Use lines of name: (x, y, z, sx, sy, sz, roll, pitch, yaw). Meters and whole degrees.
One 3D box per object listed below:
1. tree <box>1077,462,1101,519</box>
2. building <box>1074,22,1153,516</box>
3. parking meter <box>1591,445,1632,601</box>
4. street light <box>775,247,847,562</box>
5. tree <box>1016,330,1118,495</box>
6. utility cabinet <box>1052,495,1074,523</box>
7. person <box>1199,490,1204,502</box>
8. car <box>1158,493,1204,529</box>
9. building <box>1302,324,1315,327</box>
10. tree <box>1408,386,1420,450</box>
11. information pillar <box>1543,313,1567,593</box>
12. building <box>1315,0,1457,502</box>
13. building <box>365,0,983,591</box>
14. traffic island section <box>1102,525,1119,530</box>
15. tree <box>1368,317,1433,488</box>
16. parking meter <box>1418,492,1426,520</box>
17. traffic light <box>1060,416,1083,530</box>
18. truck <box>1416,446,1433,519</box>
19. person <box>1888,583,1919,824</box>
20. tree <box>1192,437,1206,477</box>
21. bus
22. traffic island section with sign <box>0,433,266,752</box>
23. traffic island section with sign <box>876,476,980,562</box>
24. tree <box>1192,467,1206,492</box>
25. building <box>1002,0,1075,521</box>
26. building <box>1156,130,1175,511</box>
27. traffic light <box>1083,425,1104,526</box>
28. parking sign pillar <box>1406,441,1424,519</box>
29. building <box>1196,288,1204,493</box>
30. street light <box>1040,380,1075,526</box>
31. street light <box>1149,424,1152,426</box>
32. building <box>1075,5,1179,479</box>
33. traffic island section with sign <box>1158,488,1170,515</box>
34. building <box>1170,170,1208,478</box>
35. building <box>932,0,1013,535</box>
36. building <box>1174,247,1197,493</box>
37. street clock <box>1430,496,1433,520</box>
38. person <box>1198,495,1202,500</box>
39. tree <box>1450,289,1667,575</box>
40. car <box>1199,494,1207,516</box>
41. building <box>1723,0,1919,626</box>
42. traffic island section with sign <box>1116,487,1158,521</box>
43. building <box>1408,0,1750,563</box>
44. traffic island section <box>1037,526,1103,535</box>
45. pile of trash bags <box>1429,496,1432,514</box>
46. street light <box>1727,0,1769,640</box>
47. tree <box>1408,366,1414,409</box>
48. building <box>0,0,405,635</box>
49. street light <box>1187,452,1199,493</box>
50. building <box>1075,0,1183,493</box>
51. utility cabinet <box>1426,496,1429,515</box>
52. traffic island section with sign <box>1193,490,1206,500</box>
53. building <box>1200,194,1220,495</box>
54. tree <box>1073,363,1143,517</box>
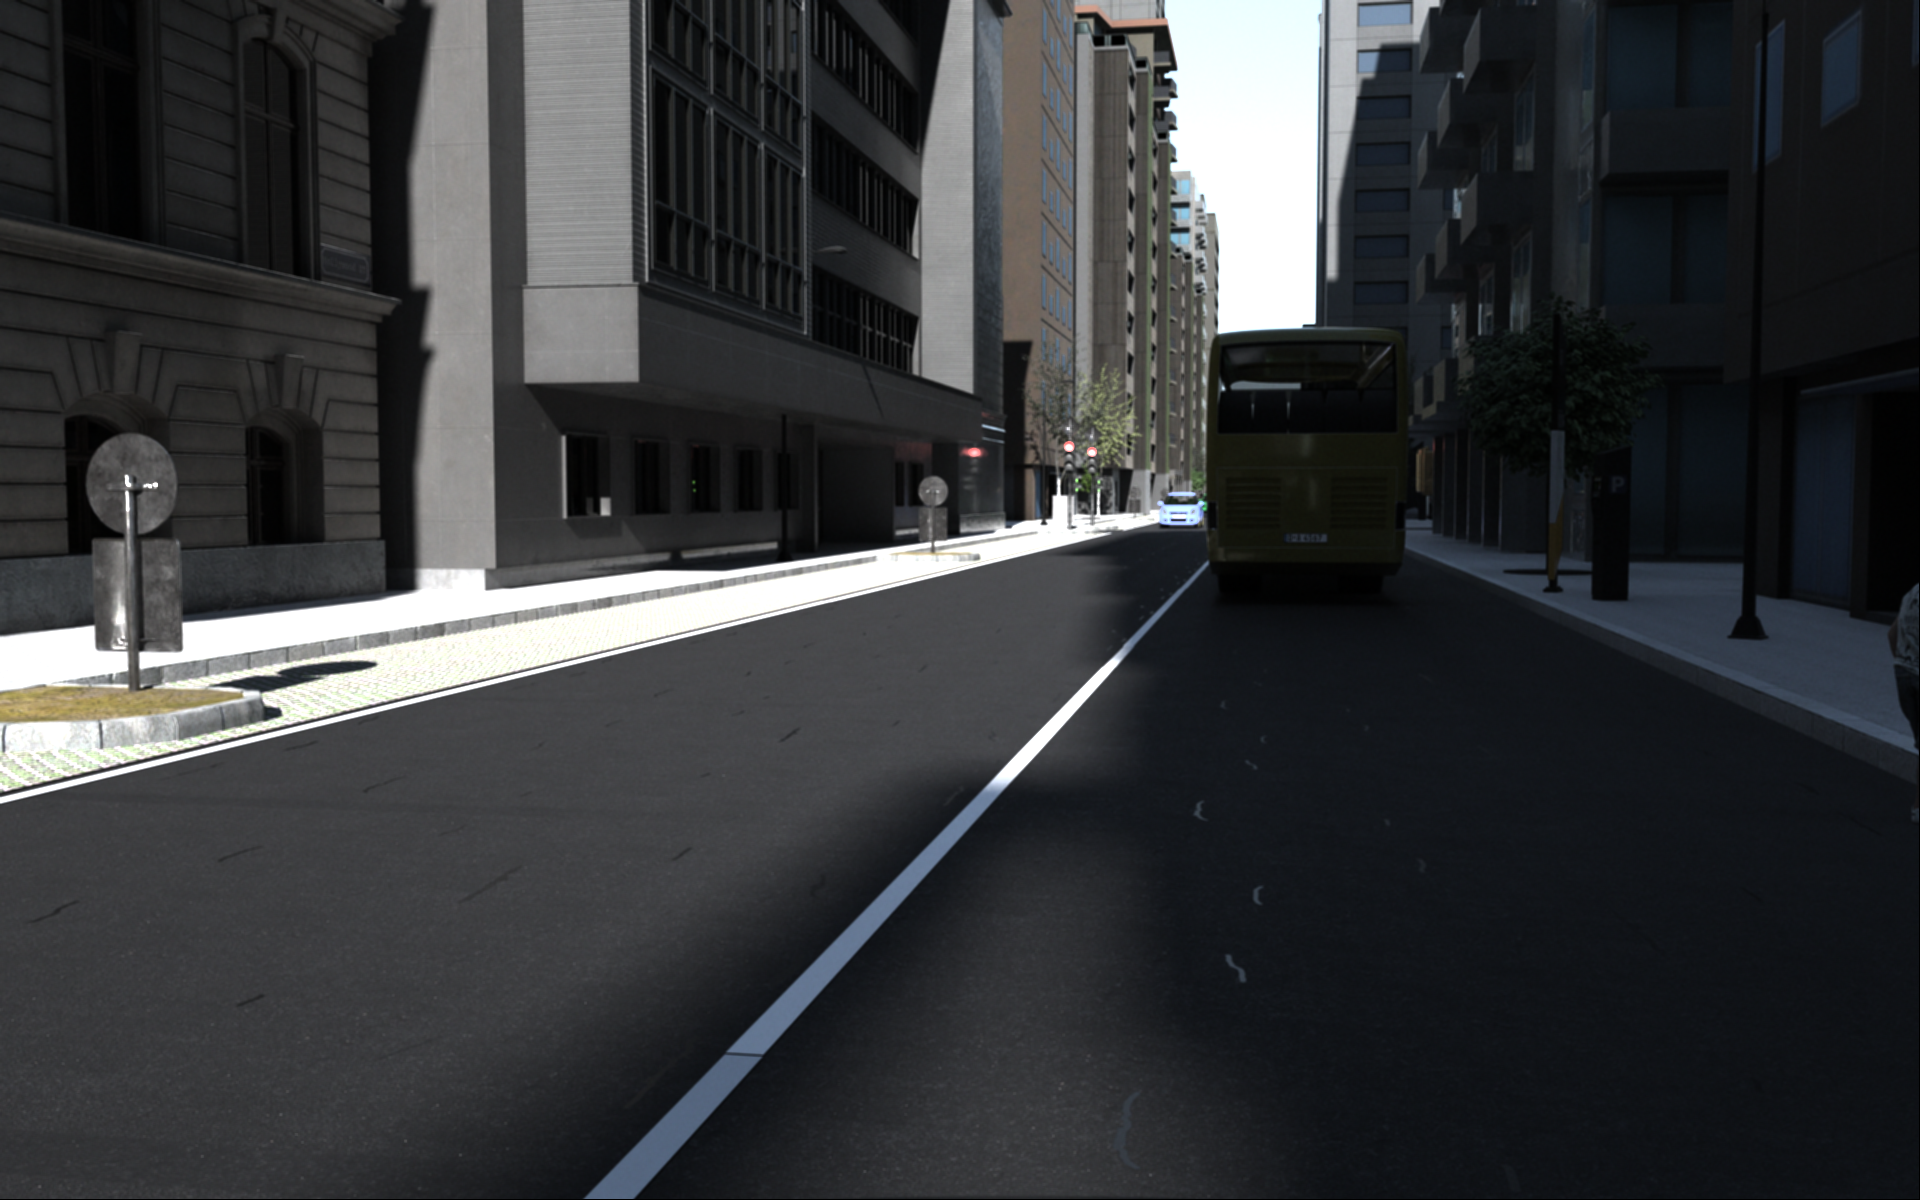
tree: (6.947, -5.870, 90.568, 1.663, 3.219, 1.824, 0, 3, 0)
building: (4.752, -20.730, 110.634, 14.160, 30.474, 14.107, 1, 4, 10)
parking meter: (7.839, -0.927, 20.875, 0.399, 1.863, 0.255, 0, 4, -8)
street light: (-2.810, -3.684, 32.767, 1.470, 5.913, 1.316, 1, 4, 10)
tree: (4.700, -7.811, 78.066, 4.360, 8.622, 3.978, 0, 3, 0)
utility cabinet: (4.593, -4.026, 76.990, 1.020, 1.237, 0.306, -3, 4, -36)
person: (24.356, -10.252, 175.745, 1.348, 1.869, 0.705, 1, 4, 13)
car: (9.378, -3.896, 73.295, 1.945, 1.707, 3.694, 1, 4, 11)
building: (64.281, -31.754, 290.874, 14.160, 30.474, 14.107, 1, 4, 10)
tree: (24.565, -10.419, 104.759, 7.601, 10.594, 8.767, 2, 4, 35)
information pillar: (7.821, -1.916, 22.678, 0.183, 3.616, 0.504, 2, 4, 30)
building: (51.756, -40.227, 199.705, 21.231, 58.520, 28.212, 1, 4, 10)
building: (-8.876, -13.374, 37.724, 14.314, 24.678, 30.058, 1, 4, 10)
traffic island section: (5.346, -2.931, 70.206, 2.009, 0.180, 2.903, 1, 4, 10)
tree: (17.953, -7.447, 72.124, 4.360, 8.622, 3.978, 0, 3, 0)
parking meter: (22.681, -4.852, 85.034, 0.399, 1.863, 0.255, 0, 4, 6)
traffic light: (3.967, -4.482, 62.205, 0.839, 4.253, 0.868, 1, 4, 10)
truck: (21.663, -4.093, 62.840, 9.791, 3.379, 3.469, 1, 4, 12)
person: (4.254, 0.343, 7.572, 0.352, 1.250, 0.332, 2, 4, 26)
tree: (29.992, -16.357, 217.797, 4.360, 8.622, 3.978, 0, 3, 0)
bus: (5.452, -2.228, 27.981, 2.896, 3.916, 12.252, 1, 4, 10)
traffic island section with sign: (-5.412, -0.116, 10.533, 1.989, 1.847, 2.006, 1, 4, 10)
traffic island section with sign: (-0.618, -1.742, 37.105, 1.989, 1.847, 2.006, 1, 4, 10)
tree: (28.438, -13.852, 210.197, 4.285, 4.588, 4.351, 0, 3, 0)
building: (-1.805, -26.837, 88.891, 14.600, 45.320, 14.200, 1, 4, 10)
building: (8.701, -22.090, 132.880, 14.160, 30.474, 14.107, 1, 4, 10)
traffic light: (5.384, -4.963, 70.064, 0.839, 4.253, 0.868, 1, 4, 10)
parking sign pillar: (22.955, -6.103, 88.253, 1.447, 3.967, 1.447, 1, 4, 22)
building: (25.599, -28.340, 235.057, 14.160, 30.474, 14.107, 1, 4, 10)
street light: (3.962, -5.996, 70.570, 1.470, 5.913, 1.316, 1, 4, 10)
street light: (12.001, -8.713, 114.993, 1.470, 5.913, 1.316, 1, 4, 10)
building: (8.546, -30.908, 159.973, 22.147, 44.769, 28.867, 1, 4, 10)
traffic island section with sign: (14.195, -6.766, 119.255, 1.989, 1.847, 2.006, 1, 4, 10)
building: (25.135, -38.995, 257.171, 23.786, 49.044, 30.456, 1, 4, 10)
building: (-7.956, -12.867, 59.533, 18.267, 20.994, 9.793, 1, 4, 10)
building: (19.660, -26.272, 201.246, 14.160, 30.474, 14.107, 1, 4, 10)
street clock: (23.451, -4.978, 85.953, 0.358, 2.002, 0.471, 3, 5, 42)
person: (23.727, -10.049, 173.360, 0.990, 1.755, 0.434, 0, 4, 0)
tree: (9.654, -2.709, 28.009, 4.285, 4.588, 4.351, 0, 3, 0)
car: (16.235, -6.233, 110.712, 1.959, 1.807, 4.718, 1, 4, 10)
building: (15.408, -22.195, 12.999, 14.600, 45.320, 14.200, 1, 4, 10)
traffic island section with sign: (9.410, -5.144, 92.726, 1.989, 1.847, 2.006, 1, 4, 10)
building: (23.469, -25.846, 42.195, 23.786, 49.044, 30.456, 1, 4, 10)
traffic island section: (3.929, -2.451, 62.347, 2.009, 0.180, 2.903, 1, 4, 10)
pile of trash bags: (28.082, -5.877, 105.835, 3.447, 1.369, 1.912, 2, 4, 32)
street light: (6.488, -2.618, 15.349, 1.470, 5.913, 1.316, 1, 4, 10)
tree: (18.547, -7.815, 78.130, 4.737, 8.622, 4.395, 0, 3, 0)
building: (-15.543, -11.437, 6.072, 14.460, 24.649, 34.723, 1, 4, 10)
street light: (25.445, -13.279, 189.649, 1.470, 5.913, 1.316, 1, 4, 10)
building: (13.331, -45.583, 183.529, 20.563, 71.187, 20.611, 1, 4, 10)
utility cabinet: (24.157, -5.023, 90.812, 0.318, 1.500, 1.173, 3, 5, 43)
traffic island section with sign: (23.017, -9.757, 168.147, 1.989, 1.847, 2.006, 1, 4, 10)
building: (31.126, -40.311, 282.789, 21.300, 48.544, 21.600, 1, 4, 10)
tree: (8.050, -9.069, 98.636, 4.737, 8.622, 4.395, 0, 3, 0)
